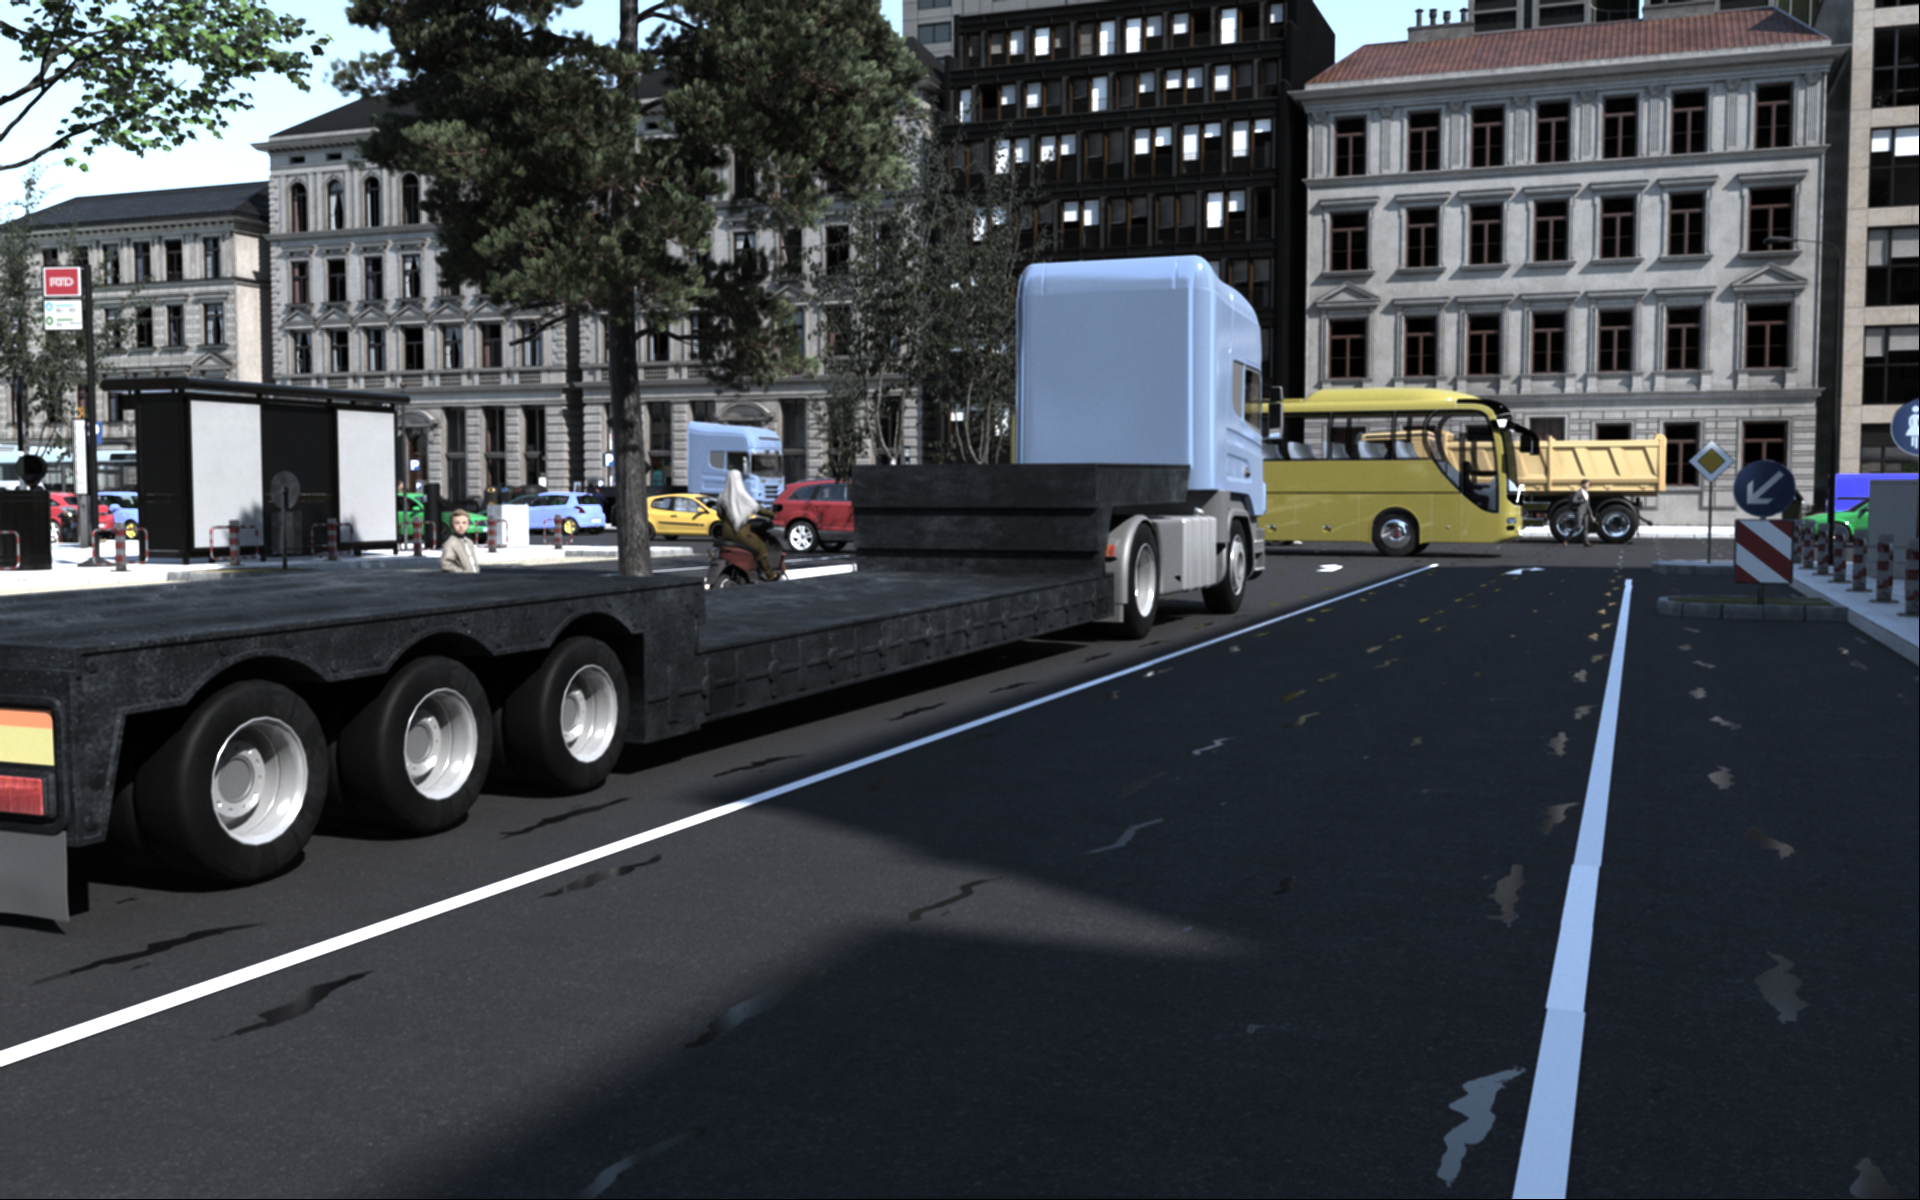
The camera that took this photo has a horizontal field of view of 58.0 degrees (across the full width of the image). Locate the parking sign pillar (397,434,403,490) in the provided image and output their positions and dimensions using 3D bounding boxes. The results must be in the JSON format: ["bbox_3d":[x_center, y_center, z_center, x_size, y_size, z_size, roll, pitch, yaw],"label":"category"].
[{"bbox_3d":[-25.587,-5.456,77.675,1.447,3.967,1.447,2,4,30],"label":"parking sign pillar"}]

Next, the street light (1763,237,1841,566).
[{"bbox_3d":[15.177,-3.591,31.247,1.470,5.913,1.316,1,4,21],"label":"street light"}]

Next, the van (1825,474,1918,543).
[{"bbox_3d":[28.511,-2.868,51.275,5.245,2.365,2.240,1,4,21],"label":"van"}]

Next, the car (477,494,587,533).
[{"bbox_3d":[-15.819,-3.226,64.543,4.920,1.459,2.131,1,4,21],"label":"car"}]

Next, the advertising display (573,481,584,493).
[{"bbox_3d":[-18.543,-4.829,84.174,0.123,1.923,0.974,-3,4,-36],"label":"advertising display"}]

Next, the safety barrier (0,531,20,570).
[{"bbox_3d":[-14.749,-0.733,26.261,0.300,0.817,1.120,1,4,21],"label":"safety barrier"}]

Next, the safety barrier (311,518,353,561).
[{"bbox_3d":[-12.026,-1.156,33.180,0.300,0.817,1.120,1,4,21],"label":"safety barrier"}]

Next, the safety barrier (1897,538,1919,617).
[{"bbox_3d":[10.031,-0.240,18.192,0.300,0.817,1.120,1,4,21],"label":"safety barrier"}]

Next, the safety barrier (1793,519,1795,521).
[{"bbox_3d":[15.474,-1.085,32.009,0.300,0.817,1.120,1,4,21],"label":"safety barrier"}]

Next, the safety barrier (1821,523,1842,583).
[{"bbox_3d":[12.750,-0.661,25.088,0.300,0.817,1.120,1,4,21],"label":"safety barrier"}]

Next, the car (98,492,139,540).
[{"bbox_3d":[-26.494,-2.783,55.094,3.694,1.707,1.945,2,4,23],"label":"car"}]

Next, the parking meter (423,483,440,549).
[{"bbox_3d":[-12.283,-1.950,40.294,0.372,1.533,0.369,0,3,0],"label":"parking meter"}]

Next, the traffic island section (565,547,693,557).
[{"bbox_3d":[-7.569,-1.112,40.461,2.009,0.180,2.903,1,4,21],"label":"traffic island section"}]

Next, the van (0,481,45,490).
[{"bbox_3d":[-30.912,-2.931,54.927,4.112,2.044,2.013,1,4,20],"label":"van"}]

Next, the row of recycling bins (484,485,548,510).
[{"bbox_3d":[-21.034,-4.581,82.016,3.534,1.692,1.069,2,4,24],"label":"row of recycling bins"}]

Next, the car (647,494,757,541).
[{"bbox_3d":[-8.064,-2.635,53.302,3.980,1.641,2.015,1,4,21],"label":"car"}]

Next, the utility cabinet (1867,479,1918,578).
[{"bbox_3d":[14.391,-1.068,26.148,0.318,1.500,1.173,-3,5,-41],"label":"utility cabinet"}]

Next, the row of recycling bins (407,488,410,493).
[{"bbox_3d":[-26.800,-4.502,80.716,3.534,1.692,1.069,3,5,41],"label":"row of recycling bins"}]

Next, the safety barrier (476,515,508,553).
[{"bbox_3d":[-10.209,-1.438,37.791,0.300,0.817,1.120,1,4,21],"label":"safety barrier"}]

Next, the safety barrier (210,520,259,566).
[{"bbox_3d":[-12.932,-1.015,30.874,0.300,0.817,1.120,1,4,21],"label":"safety barrier"}]

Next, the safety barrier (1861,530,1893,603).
[{"bbox_3d":[10.941,-0.380,20.489,0.300,0.817,1.120,1,4,21],"label":"safety barrier"}]

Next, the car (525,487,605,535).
[{"bbox_3d":[-14.442,-3.165,61.337,3.694,1.707,1.945,1,4,21],"label":"car"}]

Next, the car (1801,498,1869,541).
[{"bbox_3d":[25.121,-2.323,46.783,4.718,1.807,1.959,1,4,21],"label":"car"}]

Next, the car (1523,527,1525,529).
[{"bbox_3d":[16.252,-2.931,56.964,4.494,1.783,2.155,1,4,21],"label":"car"}]

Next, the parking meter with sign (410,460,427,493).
[{"bbox_3d":[-27.530,-5.646,88.568,0.543,3.016,1.738,0,4,3],"label":"parking meter with sign"}]

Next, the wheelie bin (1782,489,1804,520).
[{"bbox_3d":[27.009,-2.957,56.258,0.693,1.594,0.980,2,4,30],"label":"wheelie bin"}]

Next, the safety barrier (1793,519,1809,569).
[{"bbox_3d":[14.565,-0.944,29.711,0.300,0.817,1.120,1,4,21],"label":"safety barrier"}]

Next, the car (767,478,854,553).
[{"bbox_3d":[-2.083,-2.047,42.139,5.304,1.827,2.281,1,4,20],"label":"car"}]

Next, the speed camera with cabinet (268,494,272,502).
[{"bbox_3d":[-17.143,-2.871,41.284,2.038,3.252,0.660,0,4,-1],"label":"speed camera with cabinet"}]

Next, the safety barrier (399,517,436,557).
[{"bbox_3d":[-11.114,-1.297,35.485,0.300,0.817,1.120,1,4,21],"label":"safety barrier"}]

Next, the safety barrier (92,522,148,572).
[{"bbox_3d":[-13.843,-0.874,28.560,0.300,0.817,1.120,1,4,21],"label":"safety barrier"}]

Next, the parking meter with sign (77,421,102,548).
[{"bbox_3d":[-21.241,-2.809,42.187,0.543,3.016,1.738,-2,4,-31],"label":"parking meter with sign"}]

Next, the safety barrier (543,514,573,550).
[{"bbox_3d":[-9.303,-1.579,40.100,0.300,0.817,1.120,1,4,21],"label":"safety barrier"}]

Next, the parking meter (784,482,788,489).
[{"bbox_3d":[-7.781,-4.332,76.533,0.399,1.863,0.255,0,4,1],"label":"parking meter"}]

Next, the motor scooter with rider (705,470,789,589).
[{"bbox_3d":[-2.624,-0.778,21.683,0.876,1.779,1.986,1,4,22],"label":"motor scooter with rider"}]

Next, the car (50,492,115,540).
[{"bbox_3d":[-27.377,-2.608,51.676,4.494,1.783,2.155,1,4,23],"label":"car"}]

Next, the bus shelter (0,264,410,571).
[{"bbox_3d":[-14.152,-3.368,32.697,2.179,5.291,8.768,1,4,21],"label":"bus shelter"}]

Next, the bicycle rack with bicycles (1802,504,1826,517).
[{"bbox_3d":[30.595,-2.923,61.177,2.925,0.926,2.852,0,4,-2],"label":"bicycle rack with bicycles"}]

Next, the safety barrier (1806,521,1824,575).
[{"bbox_3d":[13.660,-0.803,27.398,0.300,0.817,1.120,1,4,21],"label":"safety barrier"}]

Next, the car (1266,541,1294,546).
[{"bbox_3d":[7.766,-2.414,49.259,4.222,1.686,2.009,1,4,21],"label":"car"}]

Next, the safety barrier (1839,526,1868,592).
[{"bbox_3d":[11.842,-0.521,22.790,0.300,0.817,1.120,1,4,21],"label":"safety barrier"}]

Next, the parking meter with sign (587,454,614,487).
[{"bbox_3d":[-15.797,-4.825,75.147,1.738,3.016,0.543,3,4,36],"label":"parking meter with sign"}]

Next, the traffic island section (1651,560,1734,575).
[{"bbox_3d":[13.875,-0.597,32.046,2.009,0.180,2.903,1,4,21],"label":"traffic island section"}]

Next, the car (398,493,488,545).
[{"bbox_3d":[-14.883,-2.361,47.403,4.718,1.807,1.959,1,4,20],"label":"car"}]
